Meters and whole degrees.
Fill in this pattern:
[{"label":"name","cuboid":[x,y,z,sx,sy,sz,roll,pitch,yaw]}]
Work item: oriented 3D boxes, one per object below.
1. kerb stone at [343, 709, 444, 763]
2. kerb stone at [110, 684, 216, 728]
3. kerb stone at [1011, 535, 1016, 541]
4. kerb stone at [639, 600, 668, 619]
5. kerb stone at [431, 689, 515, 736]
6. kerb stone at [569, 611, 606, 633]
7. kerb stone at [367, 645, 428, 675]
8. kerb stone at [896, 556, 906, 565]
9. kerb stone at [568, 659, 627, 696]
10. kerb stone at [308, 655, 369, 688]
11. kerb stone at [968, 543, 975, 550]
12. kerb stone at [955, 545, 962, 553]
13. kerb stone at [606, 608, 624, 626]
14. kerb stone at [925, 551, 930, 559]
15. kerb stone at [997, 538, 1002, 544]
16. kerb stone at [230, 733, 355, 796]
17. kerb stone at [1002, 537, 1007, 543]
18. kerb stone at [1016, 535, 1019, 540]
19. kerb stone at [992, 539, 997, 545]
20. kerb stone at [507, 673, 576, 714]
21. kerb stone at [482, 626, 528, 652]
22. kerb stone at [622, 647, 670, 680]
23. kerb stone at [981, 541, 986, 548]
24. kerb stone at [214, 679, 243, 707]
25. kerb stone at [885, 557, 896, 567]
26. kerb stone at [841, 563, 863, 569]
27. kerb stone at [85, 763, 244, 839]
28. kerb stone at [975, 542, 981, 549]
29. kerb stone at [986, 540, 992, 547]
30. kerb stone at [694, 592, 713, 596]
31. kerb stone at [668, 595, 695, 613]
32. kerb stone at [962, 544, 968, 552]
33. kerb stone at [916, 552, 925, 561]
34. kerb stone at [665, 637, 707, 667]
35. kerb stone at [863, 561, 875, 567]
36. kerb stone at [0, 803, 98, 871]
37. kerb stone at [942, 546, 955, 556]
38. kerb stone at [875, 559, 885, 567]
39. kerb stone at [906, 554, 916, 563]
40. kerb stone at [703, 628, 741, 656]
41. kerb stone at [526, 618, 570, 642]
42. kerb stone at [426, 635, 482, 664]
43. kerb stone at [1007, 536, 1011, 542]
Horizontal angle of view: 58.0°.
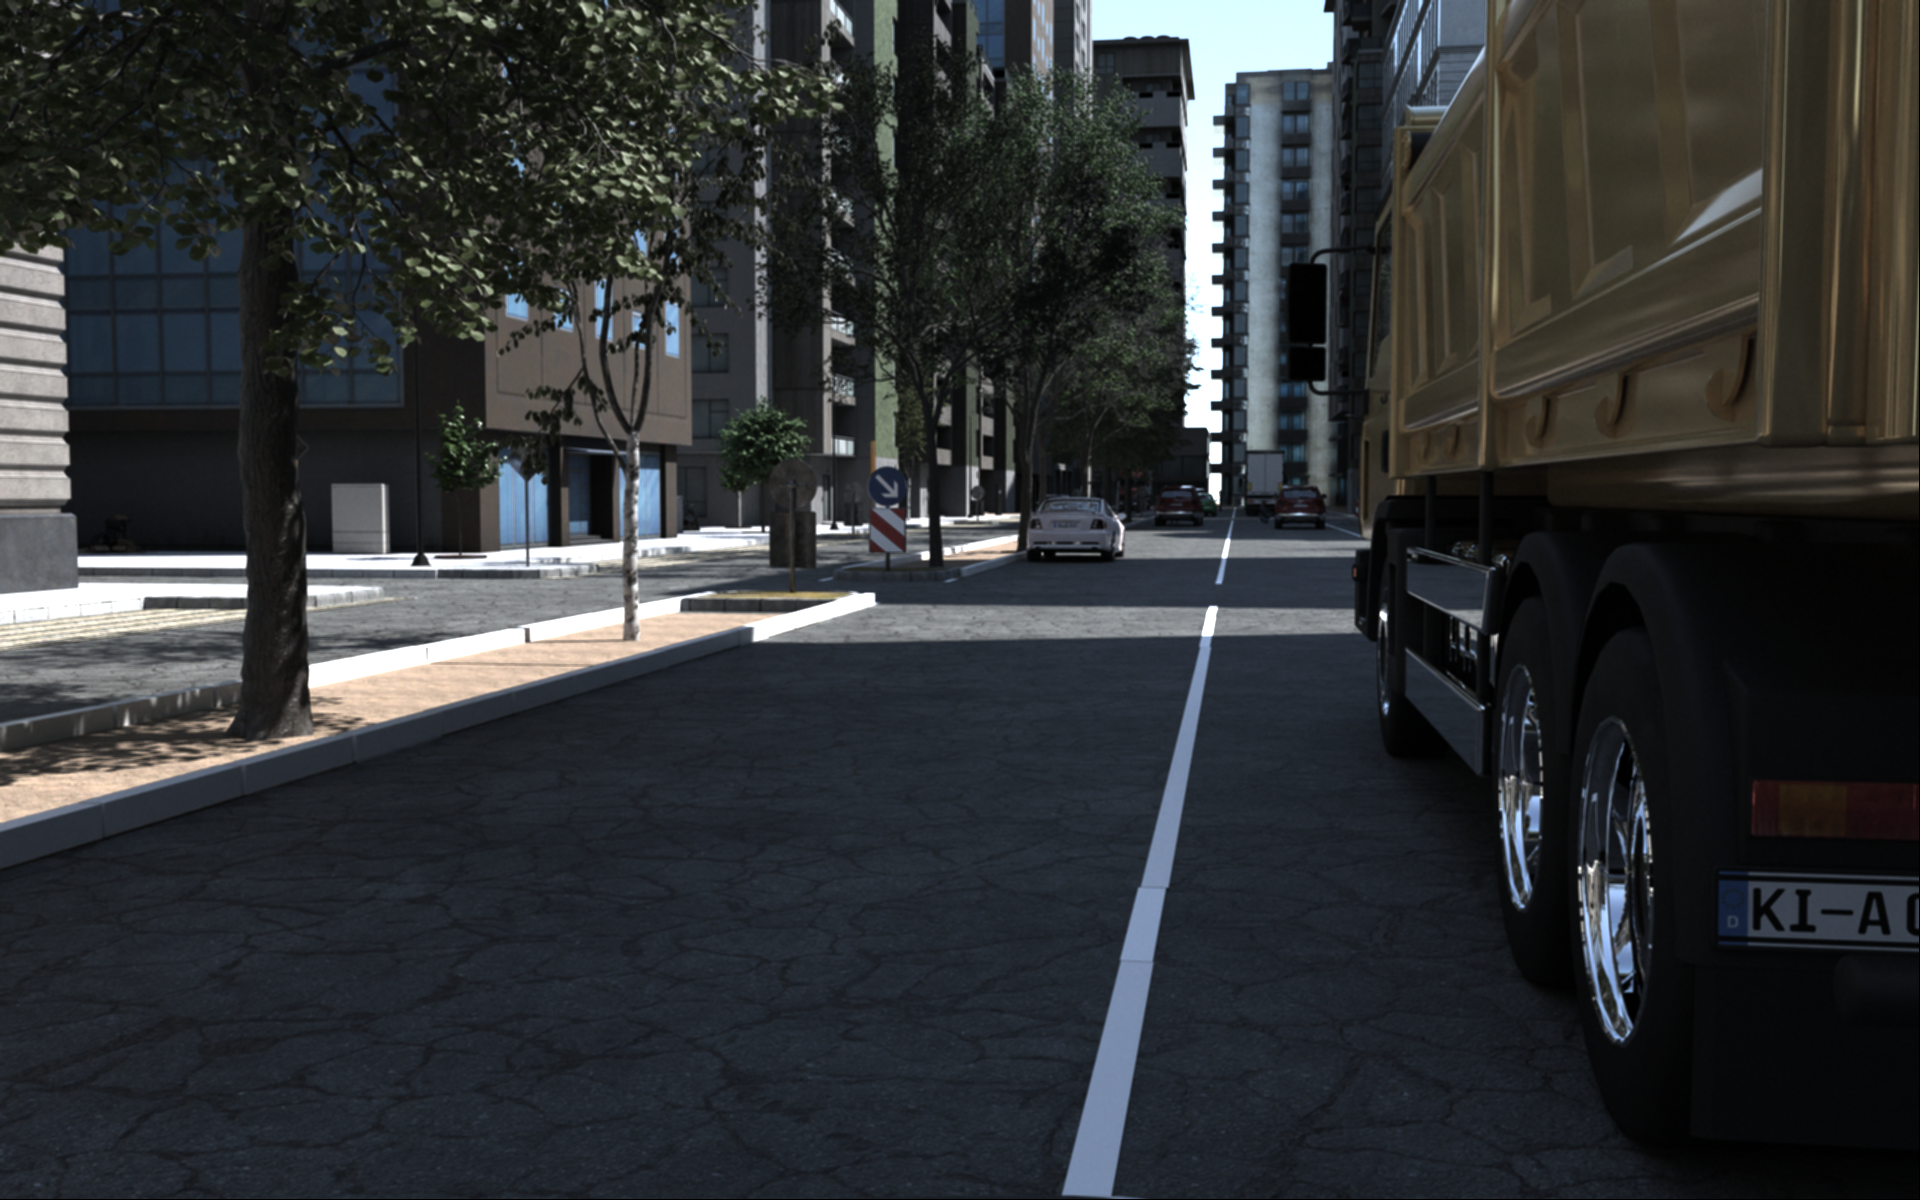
[{"label":"kerb stone","cuboid":[-3.192,0.763,9.720,0.120,0.150,1.000,1,4,9]},{"label":"kerb stone","cuboid":[-5.109,0.682,11.048,0.120,0.150,1.000,1,4,9]},{"label":"kerb stone","cuboid":[1.482,-1.824,52.032,0.120,0.150,1.000,1,4,9]},{"label":"kerb stone","cuboid":[-3.648,0.125,20.164,0.120,0.150,1.000,1,4,9]},{"label":"kerb stone","cuboid":[-3.040,0.701,10.740,0.120,0.150,1.000,1,4,9]},{"label":"kerb stone","cuboid":[-3.979,0.248,18.143,0.120,0.150,1.000,1,4,9]},{"label":"kerb stone","cuboid":[-4.631,0.497,14.077,0.120,0.150,1.000,1,4,9]},{"label":"kerb stone","cuboid":[-1.283,-0.774,34.858,0.120,0.150,1.000,1,4,9]},{"label":"kerb stone","cuboid":[-2.708,0.577,12.768,0.120,0.150,1.000,1,4,9]},{"label":"kerb stone","cuboid":[-4.786,0.559,13.067,0.120,0.150,1.000,1,4,9]},{"label":"kerb stone","cuboid":[0.182,-1.329,43.957,0.120,0.150,1.000,1,4,9]},{"label":"kerb stone","cuboid":[-0.146,-1.207,41.936,0.120,0.150,1.000,1,4,9]},{"label":"kerb stone","cuboid":[-3.816,0.190,19.152,0.120,0.150,1.000,1,4,9]},{"label":"kerb stone","cuboid":[-0.800,-0.960,37.894,0.120,0.150,1.000,1,4,9]},{"label":"kerb stone","cuboid":[0.985,-1.636,49.006,0.120,0.150,1.000,1,4,9]},{"label":"kerb stone","cuboid":[-3.361,0.826,8.703,0.120,0.150,1.000,1,4,9]},{"label":"kerb stone","cuboid":[1.149,-1.698,50.015,0.120,0.150,1.000,1,4,9]},{"label":"kerb stone","cuboid":[1.635,-1.887,53.054,0.120,0.150,1.000,1,4,9]},{"label":"kerb stone","cuboid":[0.827,-1.578,47.995,0.120,0.150,1.000,1,4,9]},{"label":"kerb stone","cuboid":[-2.872,0.639,11.754,0.120,0.150,1.000,1,4,9]},{"label":"kerb stone","cuboid":[-4.300,0.380,16.114,0.120,0.150,1.000,1,4,9]},{"label":"kerb stone","cuboid":[-2.545,0.517,13.777,0.120,0.150,1.000,1,4,9]},{"label":"kerb stone","cuboid":[0.504,-1.455,45.976,0.120,0.150,1.000,1,4,9]},{"label":"kerb stone","cuboid":[-4.945,0.624,12.057,0.120,0.150,1.000,1,4,9]},{"label":"kerb stone","cuboid":[-1.450,-0.713,33.849,0.120,0.150,1.000,1,4,9]},{"label":"kerb stone","cuboid":[-1.937,-0.527,30.808,0.120,0.150,1.000,1,4,9]},{"label":"kerb stone","cuboid":[-3.531,0.887,7.695,0.120,0.150,1.000,1,4,9]},{"label":"kerb stone","cuboid":[0.338,-1.393,44.967,0.120,0.150,1.000,1,4,9]},{"label":"kerb stone","cuboid":[0.667,-1.513,46.986,0.120,0.150,1.000,1,4,9]},{"label":"kerb stone","cuboid":[-3.322,0.000,22.192,0.120,0.150,1.000,1,4,9]},{"label":"kerb stone","cuboid":[-3.481,0.065,21.179,0.120,0.150,1.000,1,4,9]},{"label":"kerb stone","cuboid":[0.011,-1.269,42.946,0.120,0.150,1.000,1,4,9]},{"label":"kerb stone","cuboid":[-0.956,-0.898,36.884,0.120,0.150,1.000,1,4,9]},{"label":"kerb stone","cuboid":[-2.389,0.453,14.794,0.120,0.150,1.000,1,4,9]},{"label":"kerb stone","cuboid":[-1.775,-0.589,31.819,0.120,0.150,1.000,1,4,9]},{"label":"kerb stone","cuboid":[-3.689,0.949,6.686,0.120,0.150,1.000,1,4,9]},{"label":"kerb stone","cuboid":[-0.312,-1.145,40.927,0.120,0.150,1.000,1,4,9]},{"label":"kerb stone","cuboid":[-1.621,-0.649,32.830,0.120,0.150,1.000,1,4,9]},{"label":"kerb stone","cuboid":[-1.118,-0.836,35.871,0.120,0.150,1.000,1,4,9]},{"label":"kerb stone","cuboid":[-2.226,0.393,15.814,0.120,0.150,1.000,1,4,9]},{"label":"kerb stone","cuboid":[-4.137,0.310,17.133,0.120,0.150,1.000,1,4,9]},{"label":"kerb stone","cuboid":[-4.458,0.438,15.096,0.120,0.150,1.000,1,4,9]},{"label":"kerb stone","cuboid":[1.310,-1.763,51.024,0.120,0.150,1.000,1,4,9]}]
